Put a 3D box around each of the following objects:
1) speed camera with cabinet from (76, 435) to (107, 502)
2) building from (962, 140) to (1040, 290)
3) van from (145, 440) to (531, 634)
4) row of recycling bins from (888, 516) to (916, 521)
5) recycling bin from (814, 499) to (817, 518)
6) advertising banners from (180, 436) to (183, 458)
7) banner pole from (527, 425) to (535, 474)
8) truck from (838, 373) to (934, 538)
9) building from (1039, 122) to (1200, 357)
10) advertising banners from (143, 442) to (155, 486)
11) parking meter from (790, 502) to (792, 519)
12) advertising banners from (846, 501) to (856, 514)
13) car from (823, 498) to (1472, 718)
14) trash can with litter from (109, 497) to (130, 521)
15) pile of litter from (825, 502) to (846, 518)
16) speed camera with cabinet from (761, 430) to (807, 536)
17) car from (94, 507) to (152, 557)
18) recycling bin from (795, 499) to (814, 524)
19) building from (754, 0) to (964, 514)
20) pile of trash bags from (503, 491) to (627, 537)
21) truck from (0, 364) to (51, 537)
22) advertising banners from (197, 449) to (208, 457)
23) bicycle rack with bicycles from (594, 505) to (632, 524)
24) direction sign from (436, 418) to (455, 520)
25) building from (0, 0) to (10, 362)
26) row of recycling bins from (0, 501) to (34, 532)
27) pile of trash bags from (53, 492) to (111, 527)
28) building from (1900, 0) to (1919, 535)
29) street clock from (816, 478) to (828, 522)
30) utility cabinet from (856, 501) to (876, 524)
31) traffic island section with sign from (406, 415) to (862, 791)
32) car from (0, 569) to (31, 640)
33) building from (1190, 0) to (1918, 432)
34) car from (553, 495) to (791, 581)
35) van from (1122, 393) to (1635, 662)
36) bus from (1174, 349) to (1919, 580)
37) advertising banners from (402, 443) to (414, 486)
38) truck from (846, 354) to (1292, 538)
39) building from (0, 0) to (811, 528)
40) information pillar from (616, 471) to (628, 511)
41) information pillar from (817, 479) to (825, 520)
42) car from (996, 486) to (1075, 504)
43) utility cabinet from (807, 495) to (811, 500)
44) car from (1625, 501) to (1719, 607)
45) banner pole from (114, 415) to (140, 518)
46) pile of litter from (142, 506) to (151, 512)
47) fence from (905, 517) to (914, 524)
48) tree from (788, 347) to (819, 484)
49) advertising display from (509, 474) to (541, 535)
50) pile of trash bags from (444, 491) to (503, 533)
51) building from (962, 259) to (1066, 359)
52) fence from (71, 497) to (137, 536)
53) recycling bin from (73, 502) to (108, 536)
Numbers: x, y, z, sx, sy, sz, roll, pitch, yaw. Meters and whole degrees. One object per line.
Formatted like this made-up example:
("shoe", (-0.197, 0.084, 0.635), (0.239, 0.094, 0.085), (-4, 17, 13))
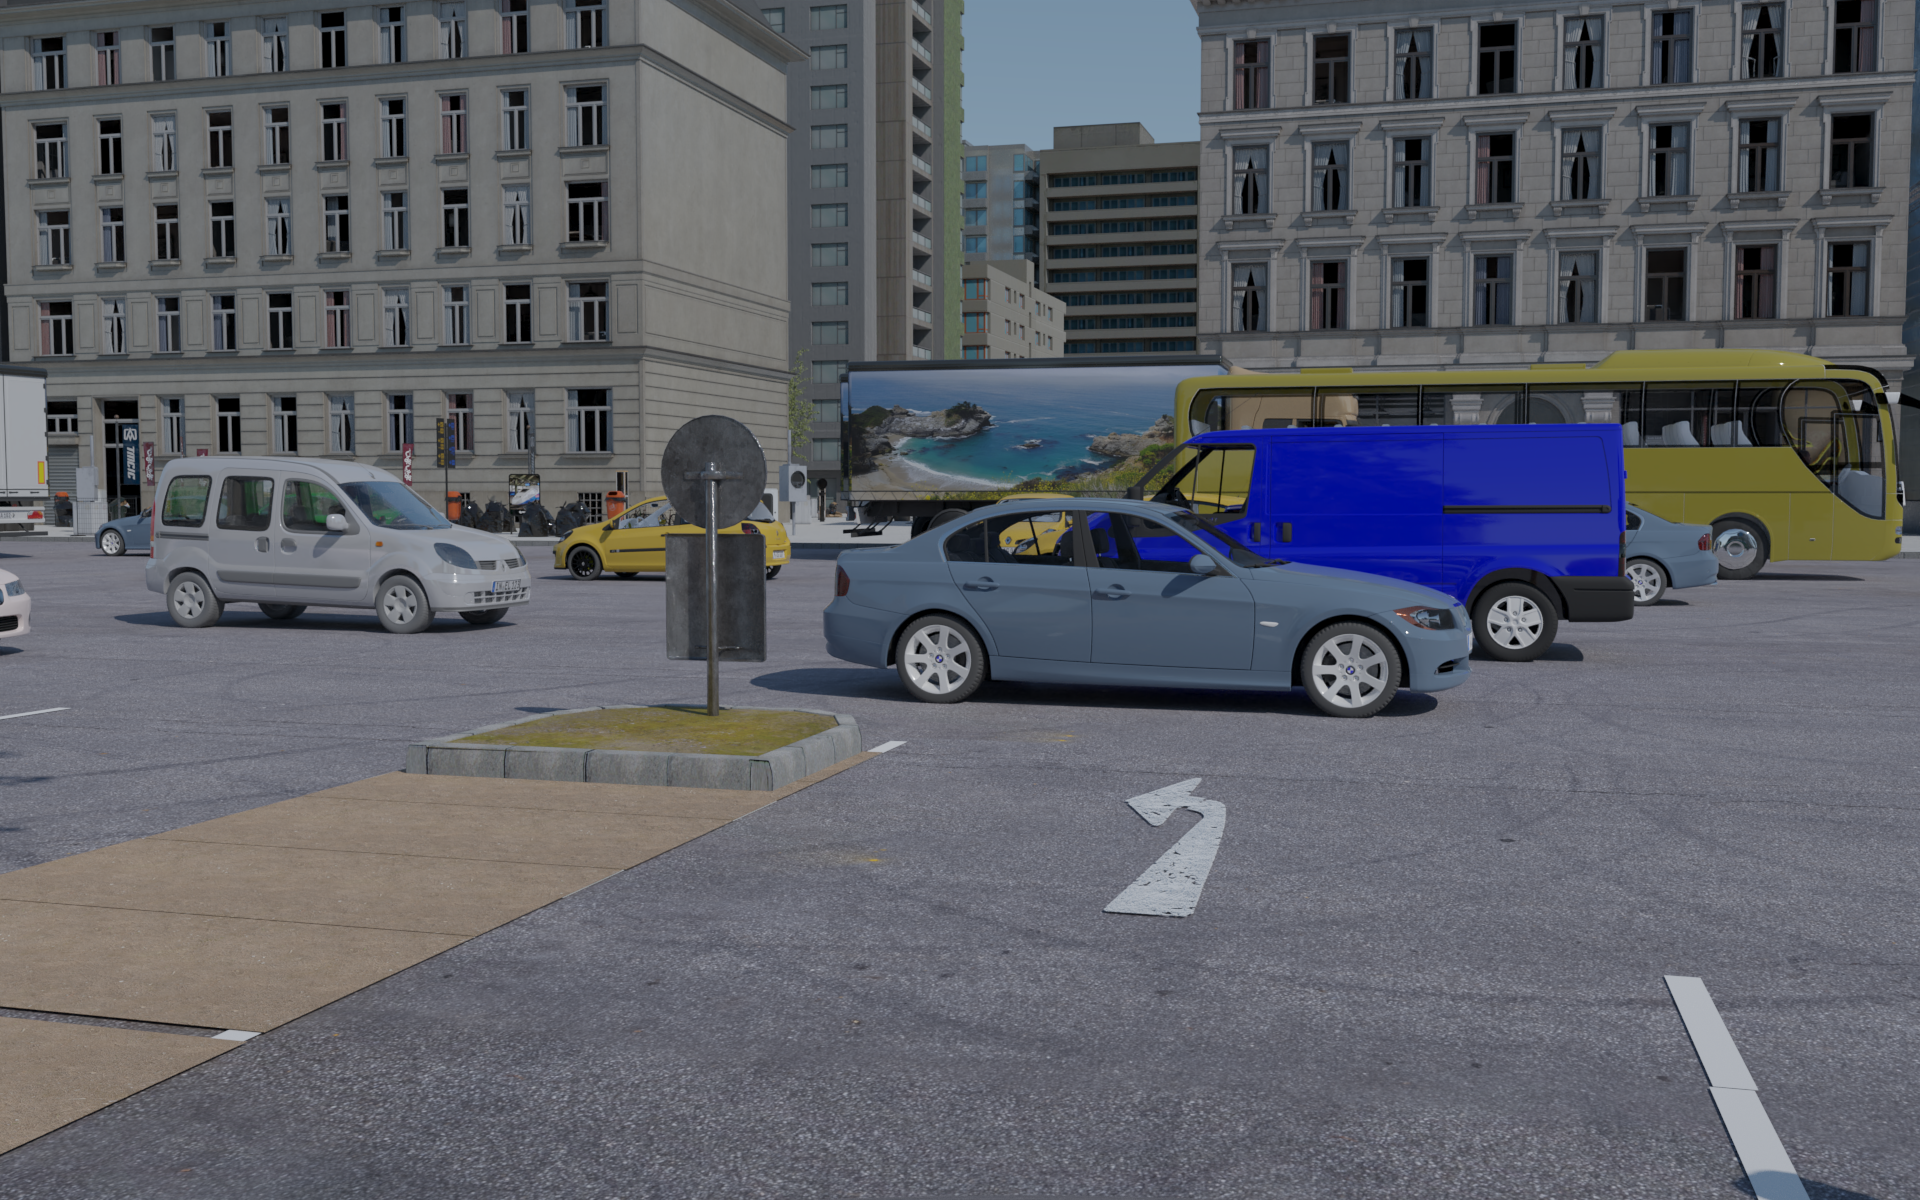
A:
("speed camera with cabinet", (-29.674, -3.964, 59.146), (0.660, 3.252, 2.038), (-1, 4, -16))
("building", (-1.468, -37.788, 237.449), (30.456, 49.044, 23.786), (1, 4, 16))
("van", (-6.709, -0.721, 18.804), (4.112, 2.044, 2.013), (1, 4, 18))
("row of recycling bins", (-2.283, -4.581, 82.006), (3.534, 1.692, 1.069), (-1, 4, -13))
("recycling bin", (-8.188, -4.969, 93.790), (0.722, 1.027, 0.722), (1, 4, 14))
("advertising banners", (-23.790, -3.491, 53.259), (0.090, 3.025, 2.074), (-1, 4, -16))
("banner pole", (-15.548, -4.454, 62.844), (0.401, 3.779, 0.863), (-2, 4, -33))
("truck", (2.911, -3.115, 39.846), (11.283, 4.237, 2.839), (1, 4, 16))
("building", (23.162, -37.017, 228.927), (21.600, 48.544, 21.300), (1, 4, 16))
("advertising banners", (-26.368, -3.748, 57.470), (2.074, 3.025, 0.090), (2, 4, 28))
("parking meter", (-8.429, -4.855, 87.784), (0.372, 1.533, 0.369), (0, 3, 0))
("advertising banners", (-6.437, -6.815, 107.619), (0.090, 3.025, 2.074), (-3, 5, -40))
("car", (1.290, -0.015, 12.245), (4.499, 1.417, 2.014), (1, 4, 16))
("trash can with litter", (-30.937, -3.170, 63.216), (0.624, 1.170, 1.055), (2, 4, 33))
("pile of litter", (-6.933, -4.945, 94.810), (1.719, 0.858, 1.176), (1, 4, 14))
("speed camera with cabinet", (-5.664, -3.580, 52.871), (2.038, 3.252, 0.660), (-3, 5, -40))
("car", (-17.788, -1.717, 40.074), (4.499, 1.417, 2.014), (1, 4, 16))
("recycling bin", (-6.698, -3.735, 73.628), (0.722, 1.027, 0.722), (0, 4, 0))
("building", (-8.303, -26.642, 119.191), (14.154, 41.232, 14.086), (1, 4, 16))
("pile of trash bags", (-11.549, -2.572, 51.799), (3.447, 1.369, 1.912), (1, 4, 17))
("truck", (-26.010, -3.073, 39.150), (11.283, 4.237, 2.839), (1, 4, 17))
("advertising banners", (-29.914, -4.329, 66.962), (2.074, 3.025, 0.090), (1, 4, 15))
("bicycle rack with bicycles", (-11.101, -2.761, 58.521), (2.852, 0.926, 2.925), (-2, 4, -31))
("direction sign", (-15.393, -3.665, 51.923), (0.379, 3.537, 0.876), (1, 4, 19))
("building", (-49.940, -17.544, 80.358), (24.014, 27.812, 14.314), (1, 4, 16))
("row of recycling bins", (-32.865, -3.180, 59.102), (1.069, 1.692, 3.534), (0, 4, 0))
("pile of trash bags", (-34.546, -3.553, 67.841), (3.447, 1.369, 1.912), (3, 4, 38))
("building", (42.797, -15.660, 53.308), (25.104, 27.353, 12.463), (1, 4, 16))
("street clock", (-6.366, -4.609, 79.931), (0.471, 2.002, 0.358), (-1, 4, -20))
("utility cabinet", (-3.964, -3.860, 74.268), (1.020, 1.237, 0.306), (-2, 4, -32))
("traffic island section with sign", (-1.593, -0.080, 9.449), (2.006, 1.907, 1.989), (1, 4, 16))
("car", (-10.706, -0.194, 15.535), (4.827, 1.381, 2.083), (1, 4, 16))
("building", (10.346, -12.850, 60.999), (40.483, 20.767, 10.553), (1, 4, 16))
("car", (-4.855, -1.148, 29.001), (3.980, 1.641, 2.015), (1, 4, 16))
("van", (3.408, -0.711, 16.010), (5.245, 2.365, 2.240), (1, 4, 16))
("bus", (10.031, -2.389, 30.601), (12.252, 3.916, 2.896), (1, 4, 15))
("advertising banners", (-19.395, -3.848, 59.106), (0.090, 3.025, 2.074), (2, 4, 30))
("truck", (3.339, -2.908, 36.451), (11.283, 4.237, 2.839), (1, 4, 14))
("building", (-23.281, -14.707, 73.745), (30.059, 22.955, 16.112), (1, 4, 16))
("information pillar", (-10.700, -3.081, 54.871), (0.304, 2.012, 0.304), (1, 4, 10))
("information pillar", (-6.815, -4.938, 85.229), (0.304, 2.012, 0.304), (-2, 4, -25))
("car", (1.346, -1.308, 31.603), (2.015, 1.641, 3.980), (1, 4, 16))
("utility cabinet", (-7.608, -4.537, 85.345), (0.306, 1.237, 1.020), (0, 4, 7))
("car", (7.696, -0.683, 23.176), (4.499, 1.417, 2.014), (1, 4, 16))
("banner pole", (-26.442, -3.970, 54.921), (0.863, 3.779, 0.401), (-1, 4, -12))
("pile of litter", (-29.555, -2.970, 62.529), (1.176, 0.858, 1.719), (0, 4, 5))
("fence", (-1.847, -3.851, 74.172), (0.480, 1.192, 2.264), (-1, 4, -16))
("tree", (-8.511, -8.068, 82.275), (4.737, 8.622, 4.395), (0, 3, 0))
("advertising display", (-13.795, -3.040, 54.912), (0.974, 1.923, 0.123), (-1, 4, -11))
("pile of trash bags", (-16.031, -2.892, 57.044), (1.912, 1.369, 3.447), (1, 4, 9))
("building", (-8.088, -18.509, 147.668), (28.899, 21.520, 27.650), (1, 4, 16))
("fence", (-25.809, -2.519, 52.392), (2.264, 1.192, 0.480), (1, 4, 14))
("recycling bin", (-27.062, -2.529, 53.899), (0.722, 1.027, 0.722), (1, 4, 11))
